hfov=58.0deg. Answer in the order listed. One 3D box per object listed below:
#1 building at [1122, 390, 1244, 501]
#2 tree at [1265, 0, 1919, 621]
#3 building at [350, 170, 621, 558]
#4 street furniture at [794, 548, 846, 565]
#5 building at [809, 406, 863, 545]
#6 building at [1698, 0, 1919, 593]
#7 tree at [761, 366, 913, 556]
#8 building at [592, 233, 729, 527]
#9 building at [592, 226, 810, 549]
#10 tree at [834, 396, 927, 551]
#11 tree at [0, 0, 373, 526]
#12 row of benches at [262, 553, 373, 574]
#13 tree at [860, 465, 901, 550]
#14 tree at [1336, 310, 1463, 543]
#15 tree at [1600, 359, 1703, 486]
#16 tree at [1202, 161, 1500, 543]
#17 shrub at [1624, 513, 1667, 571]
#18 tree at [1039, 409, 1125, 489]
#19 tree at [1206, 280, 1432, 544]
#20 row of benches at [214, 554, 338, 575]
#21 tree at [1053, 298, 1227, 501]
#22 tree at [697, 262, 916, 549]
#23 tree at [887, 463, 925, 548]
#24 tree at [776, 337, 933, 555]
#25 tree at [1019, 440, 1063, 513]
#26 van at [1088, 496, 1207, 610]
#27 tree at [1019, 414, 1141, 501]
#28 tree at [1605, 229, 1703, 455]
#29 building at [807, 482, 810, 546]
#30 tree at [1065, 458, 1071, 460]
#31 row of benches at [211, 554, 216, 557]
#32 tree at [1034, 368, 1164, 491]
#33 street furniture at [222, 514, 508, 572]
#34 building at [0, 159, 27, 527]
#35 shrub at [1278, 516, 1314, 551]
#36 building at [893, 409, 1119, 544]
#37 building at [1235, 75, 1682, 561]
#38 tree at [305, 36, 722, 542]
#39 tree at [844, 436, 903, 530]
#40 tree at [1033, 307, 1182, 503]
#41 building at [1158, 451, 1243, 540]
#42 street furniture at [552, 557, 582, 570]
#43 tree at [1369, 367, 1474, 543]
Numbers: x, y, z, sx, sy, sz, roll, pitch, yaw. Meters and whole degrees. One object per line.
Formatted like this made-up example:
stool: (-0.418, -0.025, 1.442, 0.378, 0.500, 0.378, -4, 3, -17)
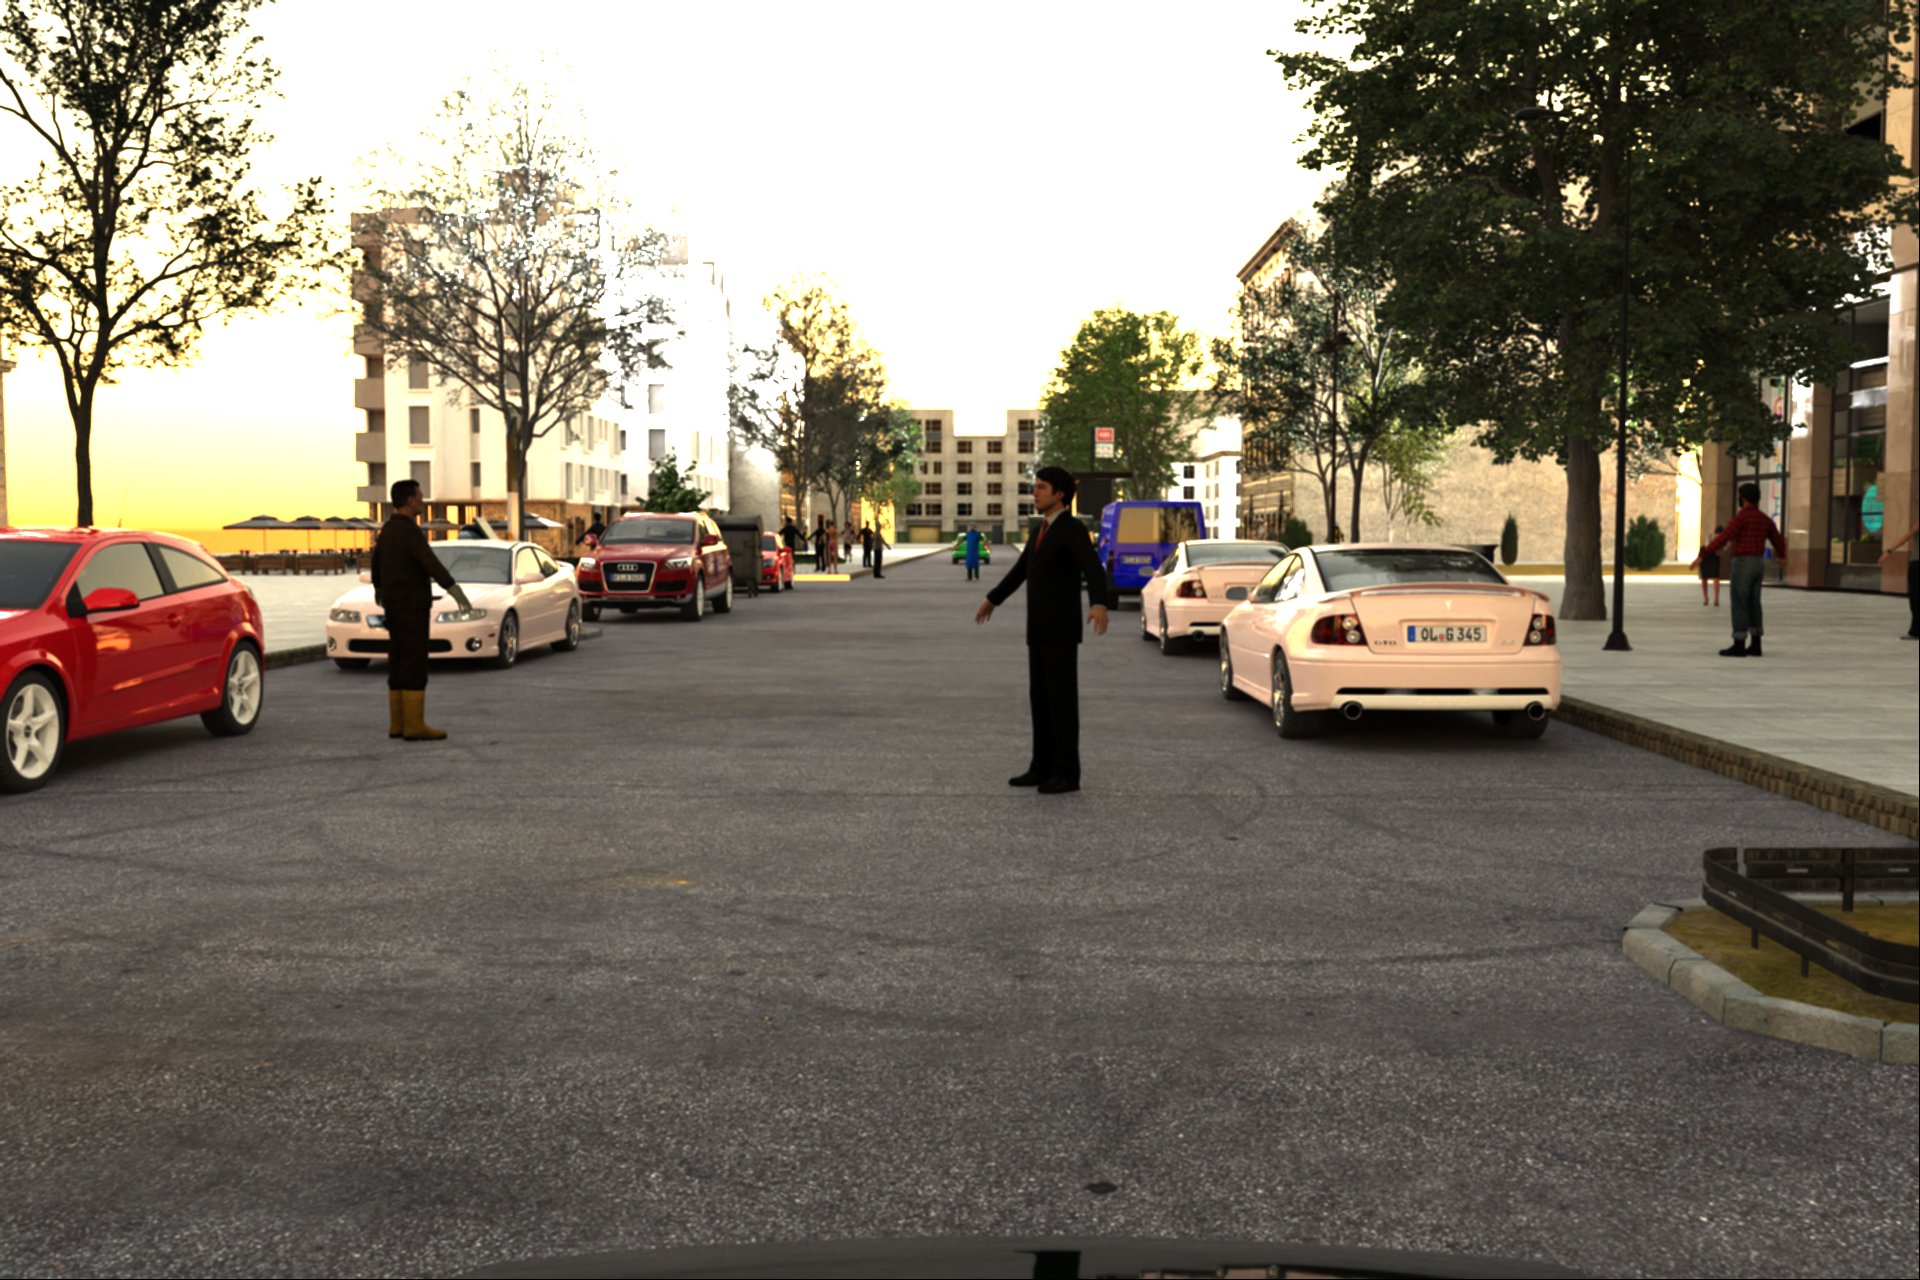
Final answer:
building: (30.194, -21.669, 220.741, 16.747, 18.905, 31.486, 0, 4, 1)
tree: (9.388, -7.266, 25.448, 9.857, 13.997, 8.962, 0, 3, 0)
building: (-25.768, -14.377, 91.488, 16.016, 20.090, 11.380, 0, 4, 2)
street furniture: (-9.879, -3.499, 72.834, 10.072, 0.657, 5.734, -2, 4, -25)
building: (-22.249, -23.648, 217.571, 19.493, 23.208, 18.063, 0, 4, 1)
building: (29.599, -15.887, 25.981, 22.709, 31.103, 35.509, 0, 4, 1)
tree: (-6.725, -9.780, 94.318, 8.767, 10.594, 7.601, 0, 4, -3)
building: (-21.722, -15.524, 110.244, 16.016, 20.090, 11.380, 0, 4, 1)
building: (-22.037, -18.485, 133.161, 19.493, 23.208, 18.063, 0, 4, 1)
tree: (-6.307, -12.564, 131.170, 9.928, 11.665, 9.643, 0, 3, 0)
tree: (-11.541, -5.364, 22.107, 8.767, 10.594, 7.601, 1, 4, 13)
row of benches: (-20.654, -2.498, 56.308, 4.104, 0.672, 1.422, -1, 4, -17)
tree: (-6.409, -11.808, 143.427, 4.737, 8.622, 4.395, 0, 3, 0)
tree: (13.909, -6.409, 55.147, 4.737, 8.622, 4.395, 0, 3, 0)
tree: (28.996, -8.129, 67.315, 8.767, 10.594, 7.601, -2, 4, -26)
tree: (9.733, -6.648, 43.102, 8.767, 10.594, 7.601, 2, 4, 29)
shrub: (23.867, -3.430, 60.495, 1.690, 2.028, 1.600, 0, 3, 0)
tree: (8.603, -11.312, 119.358, 7.601, 10.594, 8.767, -3, 5, -39)
tree: (13.504, -7.880, 63.255, 8.767, 10.594, 7.601, -1, 4, -18)
row of benches: (-21.428, -2.382, 54.407, 4.104, 0.672, 1.422, 1, 4, 12)
tree: (7.931, -9.175, 75.762, 9.928, 11.665, 9.643, 0, 3, 0)
tree: (-7.239, -10.259, 78.097, 12.009, 13.543, 11.850, 0, 3, 0)
tree: (-5.555, -12.477, 154.365, 4.737, 8.622, 4.395, 0, 3, 0)
tree: (-6.935, -12.010, 106.728, 12.009, 13.543, 11.850, 0, 3, 0)
tree: (9.862, -13.679, 158.069, 8.767, 10.594, 7.601, -3, 4, -38)
van: (3.700, -1.828, 34.279, 2.240, 2.365, 5.245, 0, 4, 1)
tree: (9.844, -14.095, 140.816, 12.009, 13.543, 11.850, 0, 3, 0)
tree: (23.852, -7.850, 54.101, 9.928, 11.665, 9.643, 0, 3, 0)
building: (-20.089, -14.574, 180.434, 9.099, 9.664, 28.070, 0, 4, 1)
tree: (8.992, -10.902, 128.613, 4.737, 8.622, 4.395, 0, 3, 0)
row of benches: (-26.287, -2.522, 56.703, 4.104, 0.672, 1.422, 1, 4, 10)
tree: (8.456, -10.921, 104.317, 9.928, 11.665, 9.643, 0, 3, 0)
street furniture: (-26.797, -4.095, 71.988, 14.083, 1.986, 27.439, 0, 4, 8)
building: (-31.103, -15.053, 33.508, 14.401, 28.519, 23.554, 0, 4, 1)
shrub: (14.157, -4.227, 73.148, 1.661, 2.075, 1.752, 0, 3, 0)
building: (6.617, -23.325, 250.282, 31.486, 18.905, 16.747, 0, 4, 1)
building: (25.509, -15.960, 91.872, 19.493, 23.208, 18.063, 0, 4, 1)
tree: (-10.920, -8.103, 42.851, 12.009, 13.543, 11.850, 0, 3, 0)
tree: (-6.318, -10.433, 120.948, 4.737, 8.622, 4.395, 0, 3, 0)
tree: (7.313, -10.337, 87.133, 7.486, 12.596, 7.792, 0, 3, 0)
building: (27.200, -15.045, 188.132, 9.099, 9.664, 28.070, 0, 4, 1)
street furniture: (-11.792, -2.793, 61.295, 10.072, 0.657, 5.734, -2, 4, -26)
tree: (18.728, -7.494, 72.888, 4.360, 8.622, 3.978, 0, 3, 0)
